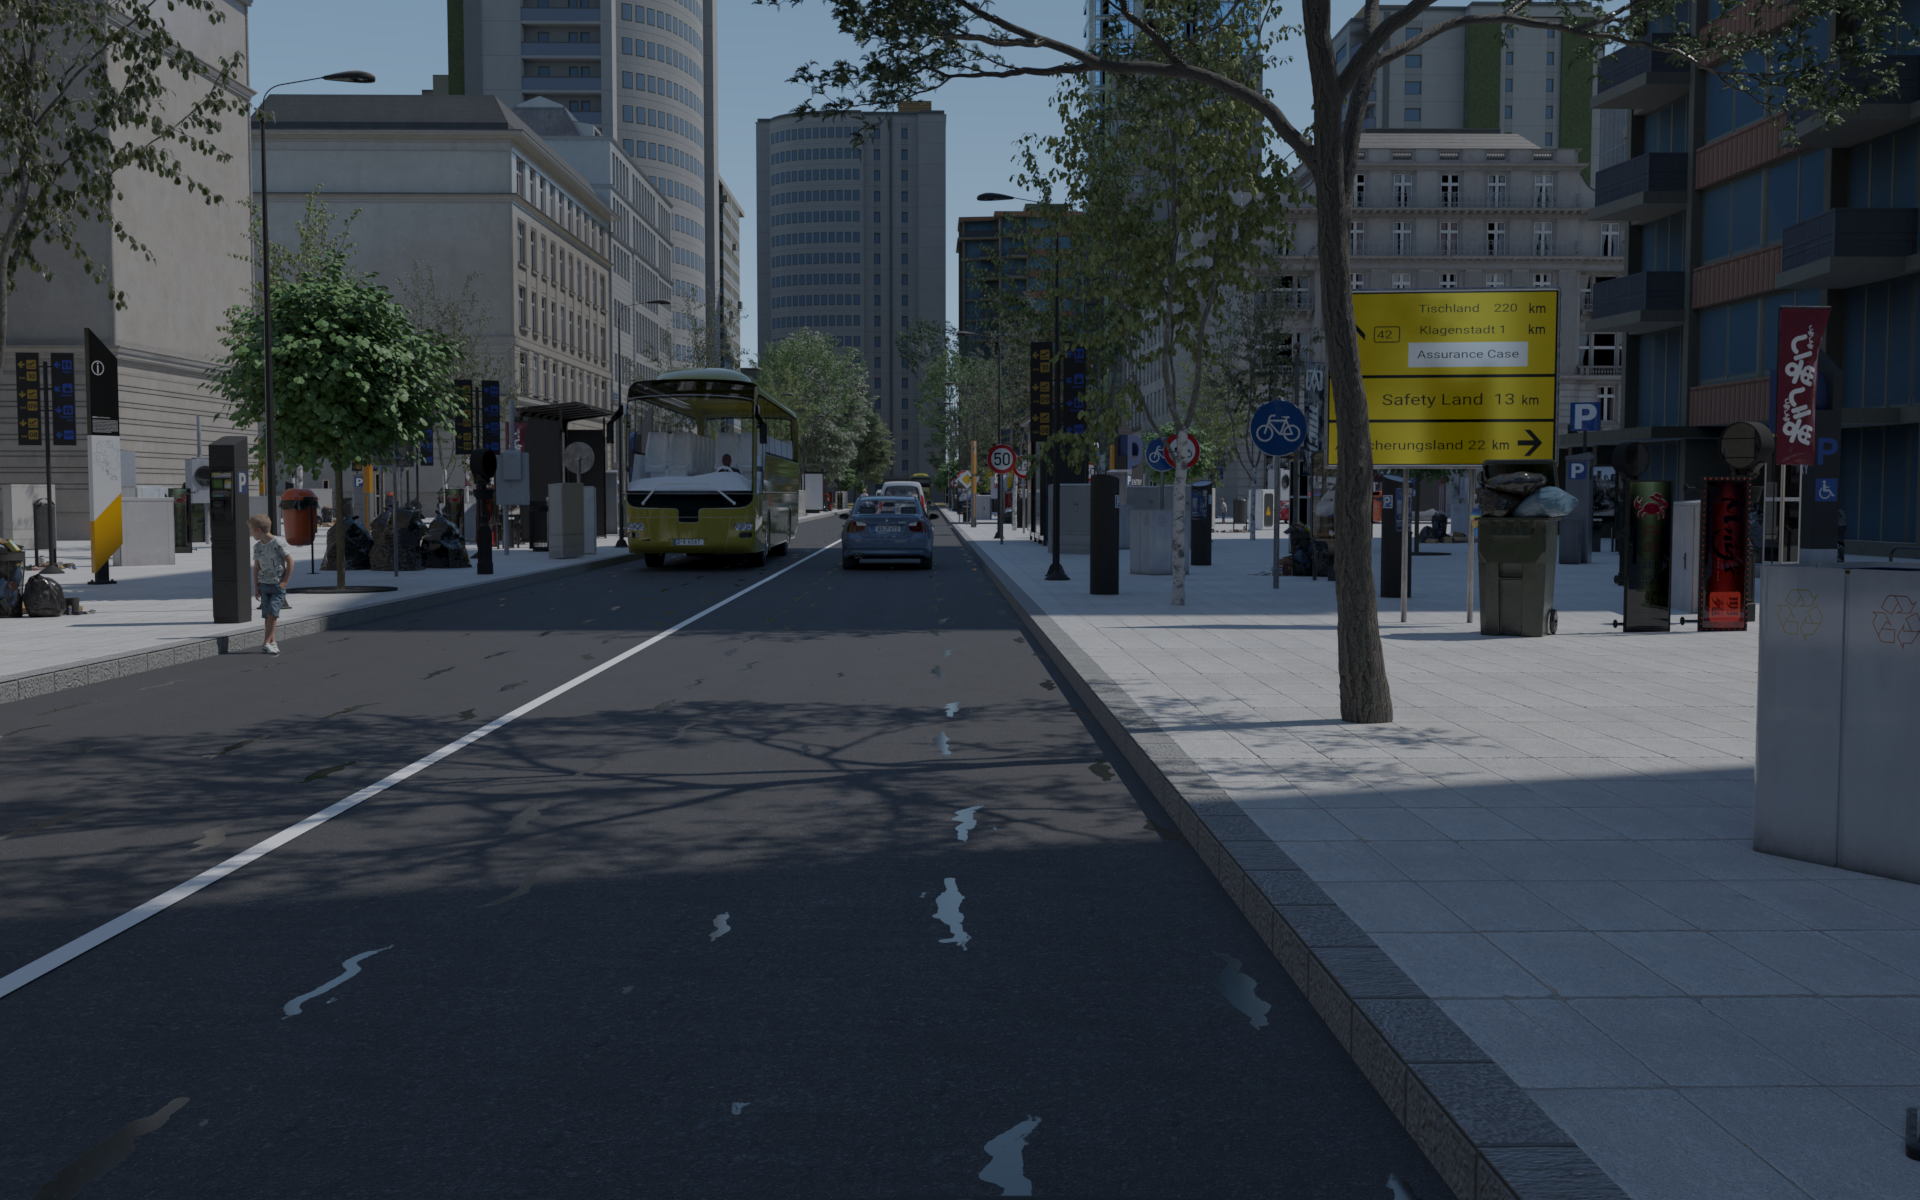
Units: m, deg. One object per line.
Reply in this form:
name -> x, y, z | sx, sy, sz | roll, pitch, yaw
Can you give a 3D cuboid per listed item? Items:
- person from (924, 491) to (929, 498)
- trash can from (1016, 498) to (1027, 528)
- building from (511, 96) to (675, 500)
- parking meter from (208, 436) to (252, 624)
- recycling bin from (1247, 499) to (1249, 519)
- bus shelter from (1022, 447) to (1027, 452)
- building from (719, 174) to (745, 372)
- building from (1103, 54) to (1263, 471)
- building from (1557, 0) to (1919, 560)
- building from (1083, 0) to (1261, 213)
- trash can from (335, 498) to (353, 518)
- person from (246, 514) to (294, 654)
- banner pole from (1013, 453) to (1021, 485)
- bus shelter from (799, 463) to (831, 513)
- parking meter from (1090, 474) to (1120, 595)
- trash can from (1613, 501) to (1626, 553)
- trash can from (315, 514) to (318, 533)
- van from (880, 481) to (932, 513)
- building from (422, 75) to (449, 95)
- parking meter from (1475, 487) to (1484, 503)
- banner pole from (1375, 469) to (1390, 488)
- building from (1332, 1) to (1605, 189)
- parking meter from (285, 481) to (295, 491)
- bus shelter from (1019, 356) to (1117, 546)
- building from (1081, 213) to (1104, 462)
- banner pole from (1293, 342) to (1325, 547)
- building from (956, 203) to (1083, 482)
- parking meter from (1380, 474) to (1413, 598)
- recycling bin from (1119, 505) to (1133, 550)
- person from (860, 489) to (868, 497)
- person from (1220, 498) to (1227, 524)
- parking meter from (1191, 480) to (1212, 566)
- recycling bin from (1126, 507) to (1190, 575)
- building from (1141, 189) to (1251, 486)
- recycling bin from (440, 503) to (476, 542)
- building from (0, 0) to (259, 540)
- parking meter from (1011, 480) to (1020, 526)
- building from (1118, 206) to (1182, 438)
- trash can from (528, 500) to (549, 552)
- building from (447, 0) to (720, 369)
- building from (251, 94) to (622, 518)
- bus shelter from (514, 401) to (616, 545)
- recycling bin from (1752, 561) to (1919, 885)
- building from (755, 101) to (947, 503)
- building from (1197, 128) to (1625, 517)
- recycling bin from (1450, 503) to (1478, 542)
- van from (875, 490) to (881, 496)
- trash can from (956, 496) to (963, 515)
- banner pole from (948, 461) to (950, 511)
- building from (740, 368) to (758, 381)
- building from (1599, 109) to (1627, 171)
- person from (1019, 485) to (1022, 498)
person -> -3.769, -10.632, 183.117 | 1.217, 1.735, 0.721 | -2, 4, -29
trash can -> 2.353, -3.282, 65.315 | 0.748, 1.137, 0.748 | 0, 3, 0
building -> -30.349, -22.016, 137.449 | 11.434, 29.767, 29.804 | 0, 4, -1
parking meter -> -7.262, -0.705, 17.234 | 0.255, 1.863, 0.399 | 0, 4, 1
recycling bin -> 14.943, -4.601, 87.779 | 0.722, 1.027, 0.722 | -1, 4, -21
bus shelter -> 4.138, -5.957, 88.676 | 1.731, 3.624, 6.357 | 0, 4, -1
building -> -37.651, -31.081, 200.057 | 23.993, 40.220, 32.217 | 0, 4, -1
building -> 20.557, -29.448, 165.063 | 14.154, 41.232, 14.086 | 0, 4, -1
building -> 28.254, -23.626, 40.909 | 22.147, 44.769, 28.867 | 0, 4, -1
building -> 22.934, -54.303, 200.523 | 22.319, 86.520, 31.000 | 0, 4, -1
trash can -> -24.804, -3.552, 69.732 | 0.748, 1.137, 0.748 | 0, 3, 0
person -> -6.209, -0.148, 15.607 | 0.352, 1.250, 0.332 | -3, 5, -45
banner pole -> 3.095, -6.309, 93.168 | 0.401, 3.779, 0.863 | 3, 5, 41
bus shelter -> -9.883, -7.547, 117.311 | 2.014, 3.302, 5.546 | 0, 4, -1
parking meter -> 1.849, -0.840, 22.140 | 0.372, 1.533, 0.369 | 0, 3, 0
trash can -> 14.178, -1.527, 36.622 | 0.748, 1.137, 0.748 | 0, 3, 0
trash can -> -20.378, -2.592, 54.040 | 0.748, 1.137, 0.748 | 0, 3, 0
van -> -1.945, -3.152, 58.547 | 2.013, 2.044, 4.112 | 0, 4, -1
building -> -60.551, -35.555, 205.033 | 21.600, 48.544, 21.300 | 0, 4, -1
parking meter -> 19.296, -3.424, 64.391 | 0.372, 1.533, 0.369 | 0, 3, 0
banner pole -> 34.381, -9.255, 141.334 | 0.401, 3.779, 0.863 | -3, 5, -42
building -> 59.308, -40.681, 207.136 | 28.212, 58.520, 21.231 | 0, 4, -1
parking meter -> -30.638, -4.500, 79.279 | 0.399, 1.863, 0.255 | 0, 4, -8
bus shelter -> 2.765, -4.230, 46.786 | 2.179, 5.291, 8.768 | 0, 4, -1
building -> 19.315, -24.938, 179.440 | 14.160, 30.474, 14.107 | 0, 4, -1
banner pole -> 5.752, -2.369, 28.754 | 0.863, 3.779, 0.401 | -2, 4, -32
building -> 12.283, -37.243, 263.550 | 28.867, 44.769, 22.147 | 0, 4, -1
parking meter -> 5.418, -0.800, 21.493 | 0.372, 1.533, 0.369 | 0, 3, 0
recycling bin -> 3.531, -1.694, 40.244 | 0.722, 1.027, 0.722 | 3, 5, 41
person -> -5.318, -5.430, 97.957 | 0.731, 1.740, 0.598 | 0, 4, 5
person -> 11.717, -3.908, 77.078 | 0.352, 1.250, 0.332 | 2, 4, 33
parking meter -> 4.339, -1.390, 31.132 | 0.372, 1.533, 0.369 | 0, 3, 0
recycling bin -> 3.194, -0.927, 27.716 | 0.722, 1.027, 0.722 | -2, 4, -25
building -> 18.550, -16.067, 117.439 | 10.420, 20.320, 16.860 | 0, 4, -1
recycling bin -> -13.518, -2.089, 46.703 | 0.722, 1.027, 0.722 | 2, 4, 30
building -> -33.105, -13.201, 52.001 | 21.152, 22.565, 11.583 | 0, 4, -1
parking meter -> 2.231, -3.912, 69.670 | 0.255, 1.863, 0.399 | -1, 4, -13
building -> 22.011, -18.811, 140.845 | 16.112, 22.955, 30.059 | 0, 4, -1
trash can -> -9.317, -1.652, 38.668 | 0.748, 1.137, 0.748 | 0, 3, 0
building -> -35.526, -38.273, 167.755 | 21.231, 58.520, 28.212 | 0, 4, -1
building -> -31.644, -16.787, 107.751 | 16.112, 22.955, 30.059 | 0, 4, -1
bus shelter -> -10.669, -3.409, 47.025 | 1.731, 3.624, 6.357 | 0, 4, -1
recycling bin -> 3.323, 0.396, 6.078 | 0.722, 1.027, 0.722 | -2, 4, -29
building -> -16.244, -44.049, 262.193 | 28.212, 58.520, 21.231 | 0, 4, -1
building -> 26.676, -15.841, 100.797 | 24.055, 21.916, 13.314 | 0, 4, -1
recycling bin -> 13.657, -2.090, 46.723 | 0.722, 1.027, 0.722 | 2, 4, 25
van -> -7.446, -9.844, 167.968 | 2.013, 2.044, 4.112 | 0, 4, -3
trash can -> 0.100, -5.904, 108.186 | 0.748, 1.137, 0.748 | 0, 3, 0
banner pole -> -0.823, -8.552, 129.849 | 0.401, 3.779, 0.863 | 0, 4, 7
building -> -45.215, -25.711, 265.420 | 28.899, 21.520, 27.650 | 0, 4, -1
building -> 48.825, -17.239, 99.883 | 19.932, 24.808, 12.078 | 0, 4, -1
person -> 2.553, -4.089, 75.167 | 0.447, 1.846, 0.655 | -1, 4, -14
